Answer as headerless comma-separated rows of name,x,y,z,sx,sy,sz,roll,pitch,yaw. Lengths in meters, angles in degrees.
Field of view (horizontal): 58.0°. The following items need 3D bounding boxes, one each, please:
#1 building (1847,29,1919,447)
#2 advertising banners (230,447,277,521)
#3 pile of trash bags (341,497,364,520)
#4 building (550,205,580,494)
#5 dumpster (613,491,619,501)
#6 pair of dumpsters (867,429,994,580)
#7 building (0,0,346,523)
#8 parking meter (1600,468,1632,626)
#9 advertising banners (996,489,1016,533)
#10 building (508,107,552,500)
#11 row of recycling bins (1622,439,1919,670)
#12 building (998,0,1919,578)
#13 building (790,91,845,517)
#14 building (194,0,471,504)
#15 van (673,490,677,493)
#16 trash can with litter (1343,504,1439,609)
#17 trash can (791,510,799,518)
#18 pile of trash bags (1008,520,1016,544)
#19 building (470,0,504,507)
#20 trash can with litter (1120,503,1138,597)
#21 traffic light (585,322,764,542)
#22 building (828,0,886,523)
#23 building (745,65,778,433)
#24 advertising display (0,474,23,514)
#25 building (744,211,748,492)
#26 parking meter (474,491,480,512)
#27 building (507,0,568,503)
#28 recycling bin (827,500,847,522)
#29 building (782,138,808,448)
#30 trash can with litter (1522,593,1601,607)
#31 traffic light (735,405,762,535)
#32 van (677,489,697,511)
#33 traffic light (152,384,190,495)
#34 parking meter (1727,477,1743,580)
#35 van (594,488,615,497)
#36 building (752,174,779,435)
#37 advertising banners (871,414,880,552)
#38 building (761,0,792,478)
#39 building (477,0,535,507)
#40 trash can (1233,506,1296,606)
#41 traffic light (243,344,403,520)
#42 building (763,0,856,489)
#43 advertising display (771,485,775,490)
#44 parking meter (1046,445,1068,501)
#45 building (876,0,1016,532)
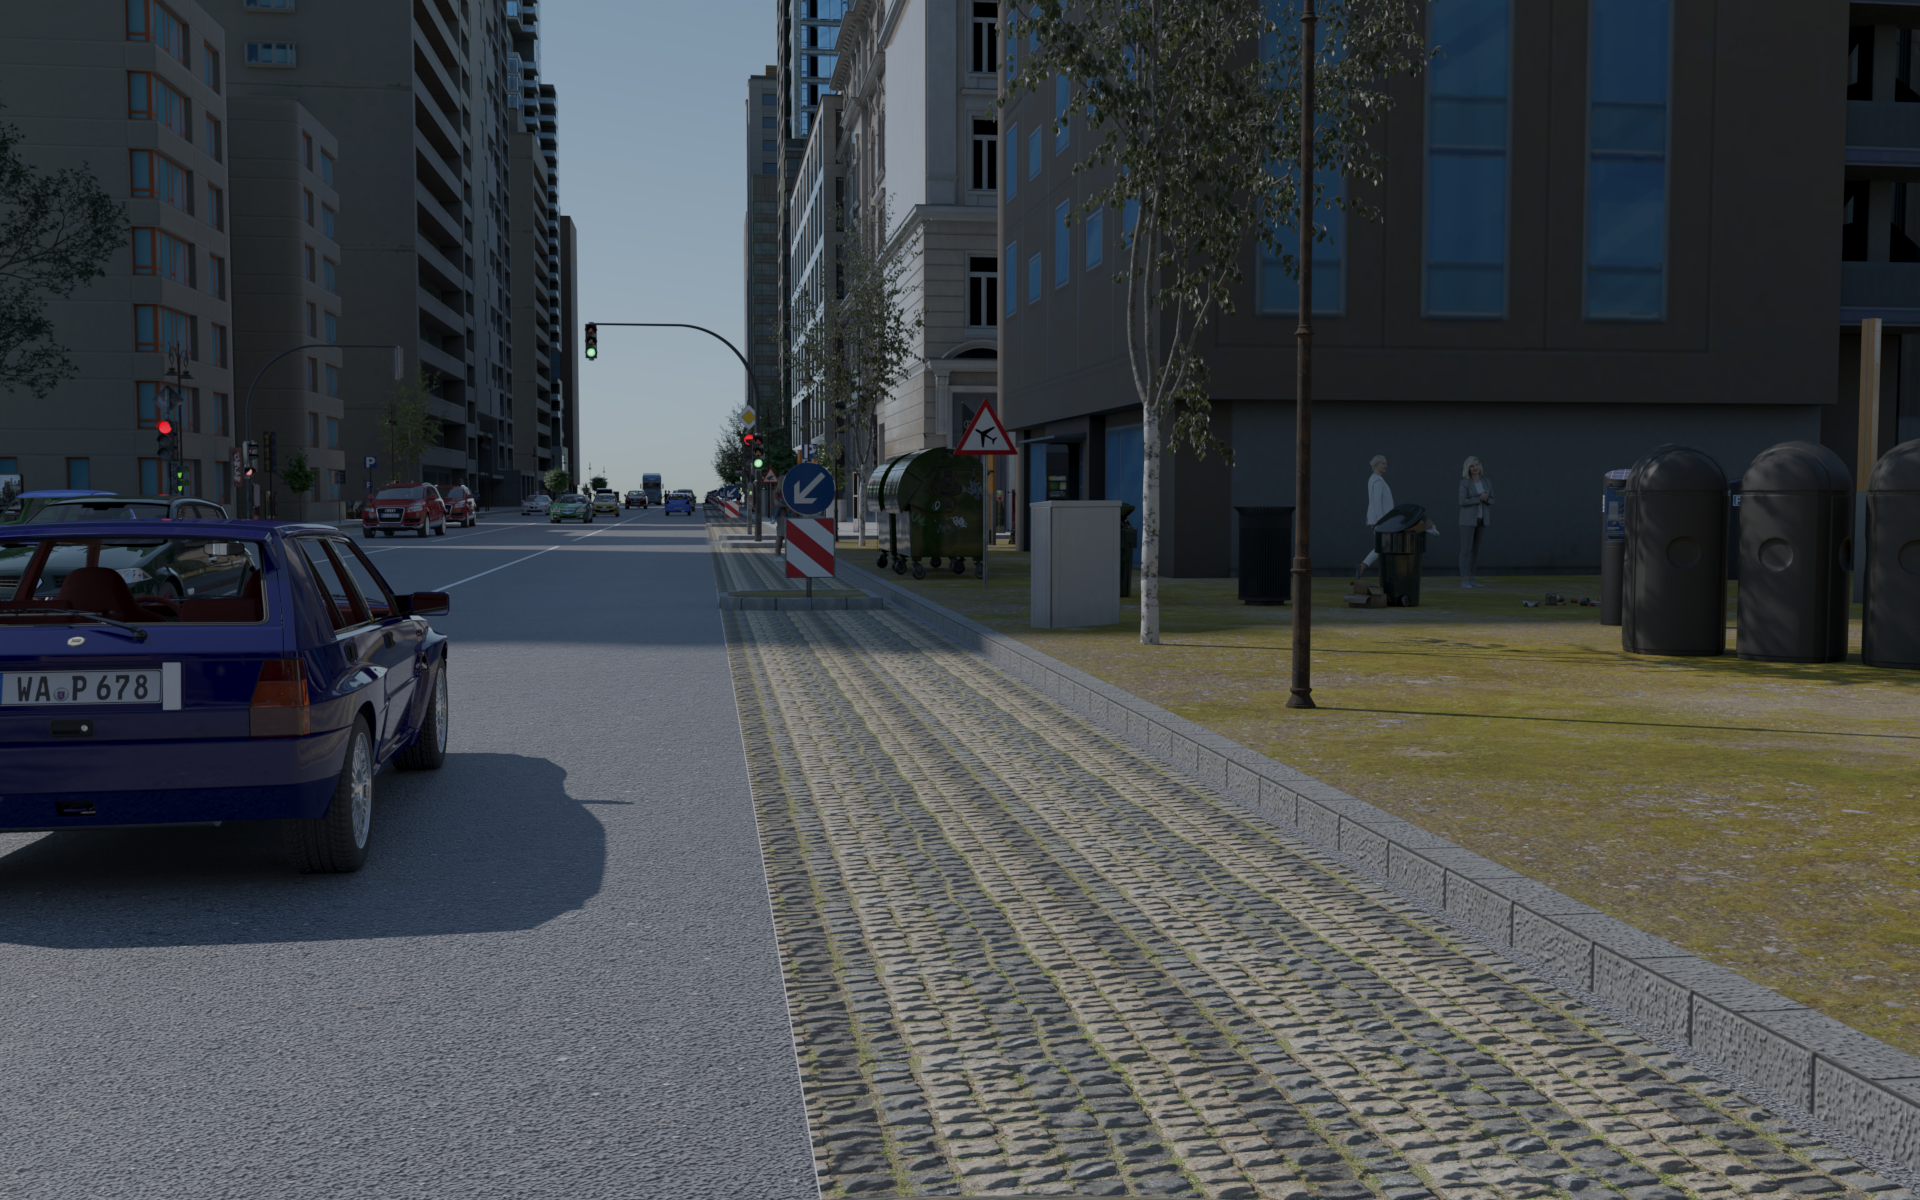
building,22.393,-16.540,42.132,14.107,30.474,14.160,-1,4,-8
advertising banners,-26.673,-4.234,65.418,0.090,3.025,2.074,2,4,27
pile of trash bags,-31.421,-4.784,87.978,1.912,1.369,3.447,-3,5,-43
building,-66.810,-37.855,269.044,14.600,45.320,14.200,-1,4,-8
dumpster,-53.036,-15.705,264.994,1.865,1.857,1.264,0,4,-7
pair of dumpsters,-0.509,-1.555,27.921,1.574,2.255,4.437,-1,4,-9
building,-41.891,-13.676,68.638,27.650,21.520,28.899,-1,4,-8
parking meter,6.481,-0.522,16.948,0.372,1.533,0.369,0,3,0
advertising banners,1.846,-3.660,56.027,2.074,3.025,0.090,3,5,42
building,-63.862,-36.456,219.749,21.300,48.544,21.600,-1,4,-8
row of recycling bins,6.889,-0.373,13.210,3.534,1.692,1.069,2,4,35
building,8.735,-23.388,32.508,14.600,45.320,14.200,-1,4,-8
building,-0.564,-18.930,114.026,19.350,26.468,34.151,-1,4,-8
building,-50.060,-31.230,134.308,21.300,48.544,21.600,-1,4,-8
van,-29.820,-10.829,184.069,2.013,2.044,4.112,0,4,-7
trash can with litter,4.878,-0.505,19.639,1.055,1.170,0.624,-3,4,-38
trash can,-7.028,-3.712,72.349,0.748,1.137,0.748,0,3,0
pile of trash bags,3.027,-2.126,44.509,3.447,1.369,1.912,-3,4,-36
building,-57.214,-34.780,157.886,28.713,52.752,27.495,-1,4,-8
trash can with litter,1.722,-0.635,21.763,0.624,1.170,1.055,-3,5,-41
traffic light,-7.530,-4.376,46.209,4.771,5.953,1.251,-1,4,-8
building,1.330,-18.188,84.770,14.401,28.519,23.554,-1,4,-8
building,-19.620,-43.067,246.145,21.231,58.520,28.212,-1,4,-8
advertising display,-30.070,-3.035,54.829,0.974,1.923,0.123,1,4,14
building,-27.839,-38.593,281.107,14.600,45.320,14.200,-1,4,-8
parking meter,-34.803,-7.115,124.744,0.372,1.533,0.369,0,3,0
building,-66.948,-57.003,244.672,22.319,86.520,31.000,-1,4,-8
recycling bin,-5.595,-4.041,78.625,0.722,1.027,0.722,1,4,22
building,-7.848,-22.805,144.571,14.160,30.474,14.107,-1,4,-8
trash can with litter,7.420,-0.560,20.212,2.233,1.210,1.678,-1,4,-18
traffic light,-6.658,-4.014,54.555,0.839,4.253,0.868,-1,4,-8
van,-22.905,-8.386,144.130,2.013,2.044,4.112,-1,4,-10
traffic light,-20.269,-3.395,44.433,0.839,4.253,0.868,-1,4,-8
parking meter,11.549,-1.071,25.926,0.372,1.533,0.369,0,3,0
van,-38.080,-11.084,185.601,2.240,2.365,5.245,-1,4,-10
building,-19.891,-33.100,224.781,14.154,41.232,14.086,-1,4,-8
advertising banners,-1.726,-2.602,38.738,0.090,3.025,2.074,1,4,12
building,-11.702,-46.102,192.021,20.563,71.187,20.611,-1,4,-8
building,-56.044,-45.486,181.942,20.563,71.187,20.611,-1,4,-8
trash can,3.528,-0.513,20.039,0.748,1.137,0.748,0,3,0
traffic light,-19.397,-4.771,52.674,4.771,5.953,1.251,-1,4,-8
building,-7.416,-52.190,165.977,22.319,86.520,31.000,-1,4,-8
advertising display,-12.494,-6.806,116.486,0.974,1.923,0.123,0,4,-7
parking meter,1.135,-0.893,20.311,0.255,1.863,0.399,0,4,2
building,7.404,-17.097,65.435,20.117,28.700,13.634,-1,4,-8
